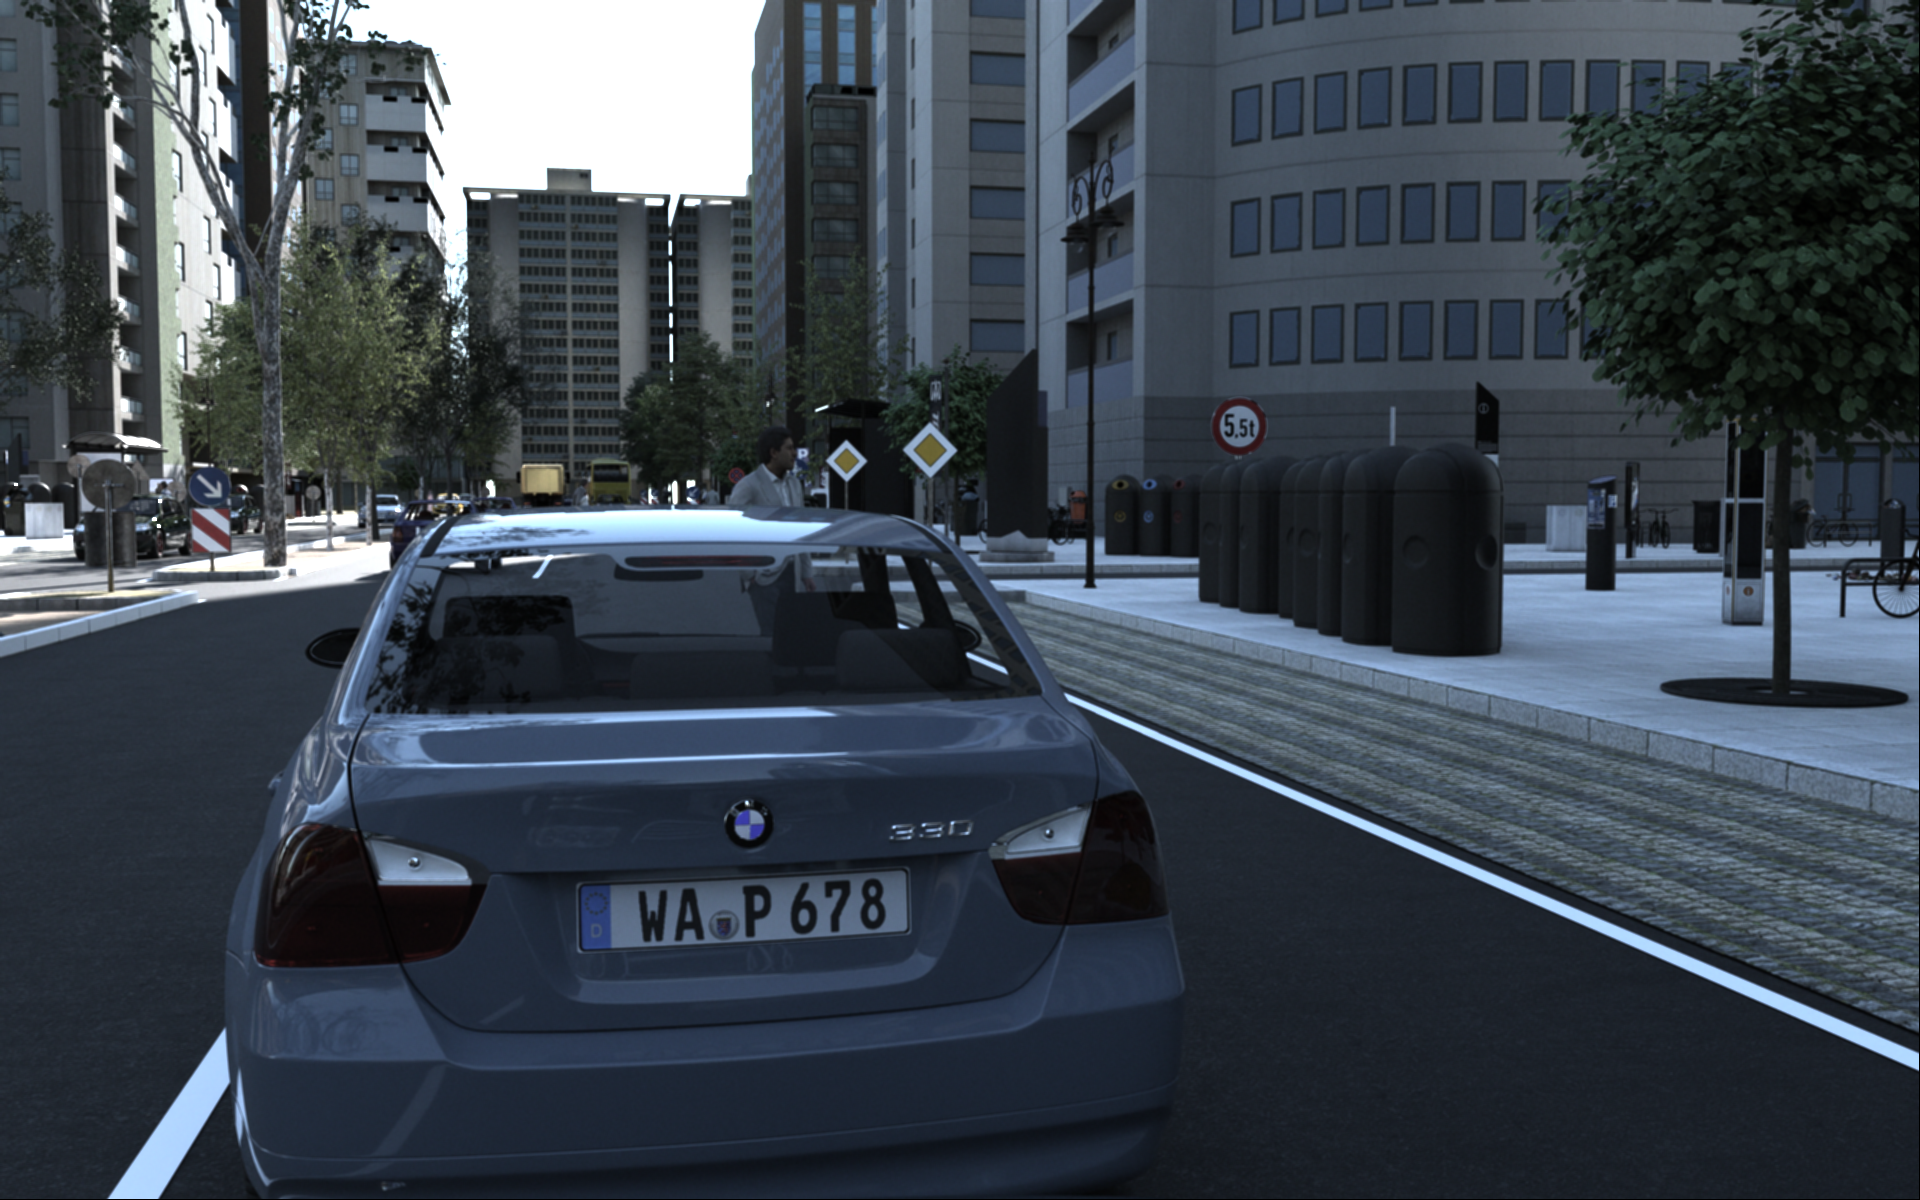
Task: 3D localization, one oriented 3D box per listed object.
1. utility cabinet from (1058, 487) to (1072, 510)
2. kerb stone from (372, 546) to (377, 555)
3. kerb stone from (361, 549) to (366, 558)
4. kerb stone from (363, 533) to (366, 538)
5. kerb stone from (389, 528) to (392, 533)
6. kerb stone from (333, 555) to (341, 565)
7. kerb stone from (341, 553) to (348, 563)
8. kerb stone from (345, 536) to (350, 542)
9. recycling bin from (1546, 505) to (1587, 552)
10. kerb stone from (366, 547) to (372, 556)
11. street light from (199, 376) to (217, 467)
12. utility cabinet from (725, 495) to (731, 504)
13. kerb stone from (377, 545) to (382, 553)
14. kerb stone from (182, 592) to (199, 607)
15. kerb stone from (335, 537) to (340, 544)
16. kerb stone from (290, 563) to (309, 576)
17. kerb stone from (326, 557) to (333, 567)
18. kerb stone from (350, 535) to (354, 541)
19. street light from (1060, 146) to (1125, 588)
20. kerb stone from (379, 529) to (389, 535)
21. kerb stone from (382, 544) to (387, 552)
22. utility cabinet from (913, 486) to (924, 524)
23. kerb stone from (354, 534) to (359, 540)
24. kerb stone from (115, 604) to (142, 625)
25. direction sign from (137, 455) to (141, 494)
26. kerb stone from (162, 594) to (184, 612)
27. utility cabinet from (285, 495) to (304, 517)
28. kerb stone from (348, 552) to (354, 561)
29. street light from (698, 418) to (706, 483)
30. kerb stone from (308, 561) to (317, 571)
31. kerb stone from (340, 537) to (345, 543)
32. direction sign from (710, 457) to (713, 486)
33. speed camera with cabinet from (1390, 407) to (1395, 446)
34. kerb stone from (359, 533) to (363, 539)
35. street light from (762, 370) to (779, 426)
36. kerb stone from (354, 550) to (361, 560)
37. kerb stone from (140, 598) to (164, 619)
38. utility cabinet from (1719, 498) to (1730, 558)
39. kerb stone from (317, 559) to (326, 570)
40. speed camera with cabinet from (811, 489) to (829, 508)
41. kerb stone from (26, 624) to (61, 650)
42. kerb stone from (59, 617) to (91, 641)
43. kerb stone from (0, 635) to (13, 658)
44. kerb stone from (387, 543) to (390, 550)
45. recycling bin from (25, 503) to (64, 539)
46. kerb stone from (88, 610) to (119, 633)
[{"bbox_3d":[3.221,-2.729,53.298,0.318,1.500,1.173,1,4,11],"label":"utility cabinet"},{"bbox_3d":[-13.956,-1.142,40.934,0.120,0.150,1.000,-1,4,-12],"label":"kerb stone"},{"bbox_3d":[-13.528,-1.023,38.925,0.120,0.150,1.000,-1,4,-12],"label":"kerb stone"},{"bbox_3d":[-19.203,-2.037,55.494,0.120,0.150,1.000,-1,4,-12],"label":"kerb stone"},{"bbox_3d":[-20.711,-2.463,62.520,0.120,0.150,1.000,-1,4,-12],"label":"kerb stone"},{"bbox_3d":[-12.669,-0.775,34.916,0.120,0.150,1.000,-1,4,-12],"label":"kerb stone"},{"bbox_3d":[-12.884,-0.839,35.919,0.120,0.150,1.000,-1,4,-12],"label":"kerb stone"},{"bbox_3d":[-18.358,-1.792,51.490,0.120,0.150,1.000,-1,4,-12],"label":"kerb stone"},{"bbox_3d":[13.531,-1.597,38.659,0.722,1.027,0.722,0,4,6],"label":"recycling bin"},{"bbox_3d":[-13.740,-1.083,39.935,0.120,0.150,1.000,-1,4,-12],"label":"kerb stone"},{"bbox_3d":[-29.544,-5.834,68.168,0.468,5.910,1.993,-1,4,-12],"label":"street light"},{"bbox_3d":[-12.345,-4.975,92.502,0.306,1.237,1.020,-1,4,-15],"label":"utility cabinet"},{"bbox_3d":[-14.175,-1.208,41.940,0.120,0.150,1.000,-1,4,-12],"label":"kerb stone"},{"bbox_3d":[-9.984,-0.005,22.318,0.120,0.150,1.000,-1,4,-12],"label":"kerb stone"},{"bbox_3d":[-17.929,-1.669,49.491,0.120,0.150,1.000,-1,4,-12],"label":"kerb stone"},{"bbox_3d":[-11.811,-0.526,30.907,0.120,0.150,1.000,-1,4,-12],"label":"kerb stone"},{"bbox_3d":[-12.463,-0.714,33.911,0.120,0.150,1.000,-1,4,-12],"label":"kerb stone"},{"bbox_3d":[-18.565,-1.852,52.492,0.120,0.150,1.000,-1,4,-12],"label":"kerb stone"},{"bbox_3d":[1.778,-3.102,23.503,0.468,5.910,1.993,-1,4,-12],"label":"street light"},{"bbox_3d":[-20.498,-2.405,61.519,0.120,0.150,1.000,-1,4,-12],"label":"kerb stone"},{"bbox_3d":[-14.384,-1.268,42.940,0.120,0.150,1.000,-1,4,-12],"label":"kerb stone"},{"bbox_3d":[-1.307,-2.318,46.573,0.318,1.500,1.173,-2,4,-24],"label":"utility cabinet"},{"bbox_3d":[-18.776,-1.914,53.493,0.120,0.150,1.000,-1,4,-12],"label":"kerb stone"},{"bbox_3d":[-9.340,0.176,19.313,0.120,0.150,1.000,-1,4,-12],"label":"kerb stone"},{"bbox_3d":[-38.591,-5.470,81.432,0.379,3.537,0.876,-2,4,-34],"label":"direction sign"},{"bbox_3d":[-9.767,0.054,21.319,0.120,0.150,1.000,-1,4,-12],"label":"kerb stone"},{"bbox_3d":[-37.018,-5.206,96.277,1.020,1.237,0.306,0,4,1],"label":"utility cabinet"},{"bbox_3d":[-13.096,-0.901,36.924,0.120,0.150,1.000,-1,4,-12],"label":"kerb stone"},{"bbox_3d":[-15.740,-8.108,105.357,0.468,5.910,1.993,-1,4,-12],"label":"street light"},{"bbox_3d":[-12.040,-0.594,31.903,0.120,0.150,1.000,-1,4,-12],"label":"kerb stone"},{"bbox_3d":[-18.136,-1.731,50.492,0.120,0.150,1.000,-1,4,-12],"label":"kerb stone"},{"bbox_3d":[-15.219,-6.974,106.026,0.379,3.537,0.876,-1,4,-17],"label":"direction sign"},{"bbox_3d":[10.493,-2.740,39.142,2.038,3.252,0.660,2,4,31],"label":"speed camera with cabinet"},{"bbox_3d":[-18.999,-1.975,54.492,0.120,0.150,1.000,-1,4,-12],"label":"kerb stone"},{"bbox_3d":[-7.072,-5.624,64.736,0.468,5.910,1.993,-1,4,-12],"label":"street light"},{"bbox_3d":[-13.312,-0.962,37.925,0.120,0.150,1.000,-1,4,-12],"label":"kerb stone"},{"bbox_3d":[-9.555,0.115,20.319,0.120,0.150,1.000,-1,4,-12],"label":"kerb stone"},{"bbox_3d":[15.778,-1.478,35.332,0.306,1.237,1.020,3,4,38],"label":"utility cabinet"},{"bbox_3d":[-12.245,-0.655,32.912,0.120,0.150,1.000,-1,4,-12],"label":"kerb stone"},{"bbox_3d":[-4.155,-3.940,58.758,2.038,3.252,0.660,3,4,39],"label":"speed camera with cabinet"},{"bbox_3d":[-8.701,0.365,16.307,0.120,0.150,1.000,-1,4,-12],"label":"kerb stone"},{"bbox_3d":[-8.914,0.306,17.307,0.120,0.150,1.000,-1,4,-12],"label":"kerb stone"},{"bbox_3d":[-8.486,0.421,15.305,0.120,0.150,1.000,-1,4,-12],"label":"kerb stone"},{"bbox_3d":[-14.595,-1.330,43.943,0.120,0.150,1.000,-1,4,-12],"label":"kerb stone"},{"bbox_3d":[-26.099,-2.252,49.372,0.722,1.027,0.722,1,4,16],"label":"recycling bin"},{"bbox_3d":[-9.125,0.240,18.314,0.120,0.150,1.000,-1,4,-12],"label":"kerb stone"}]
